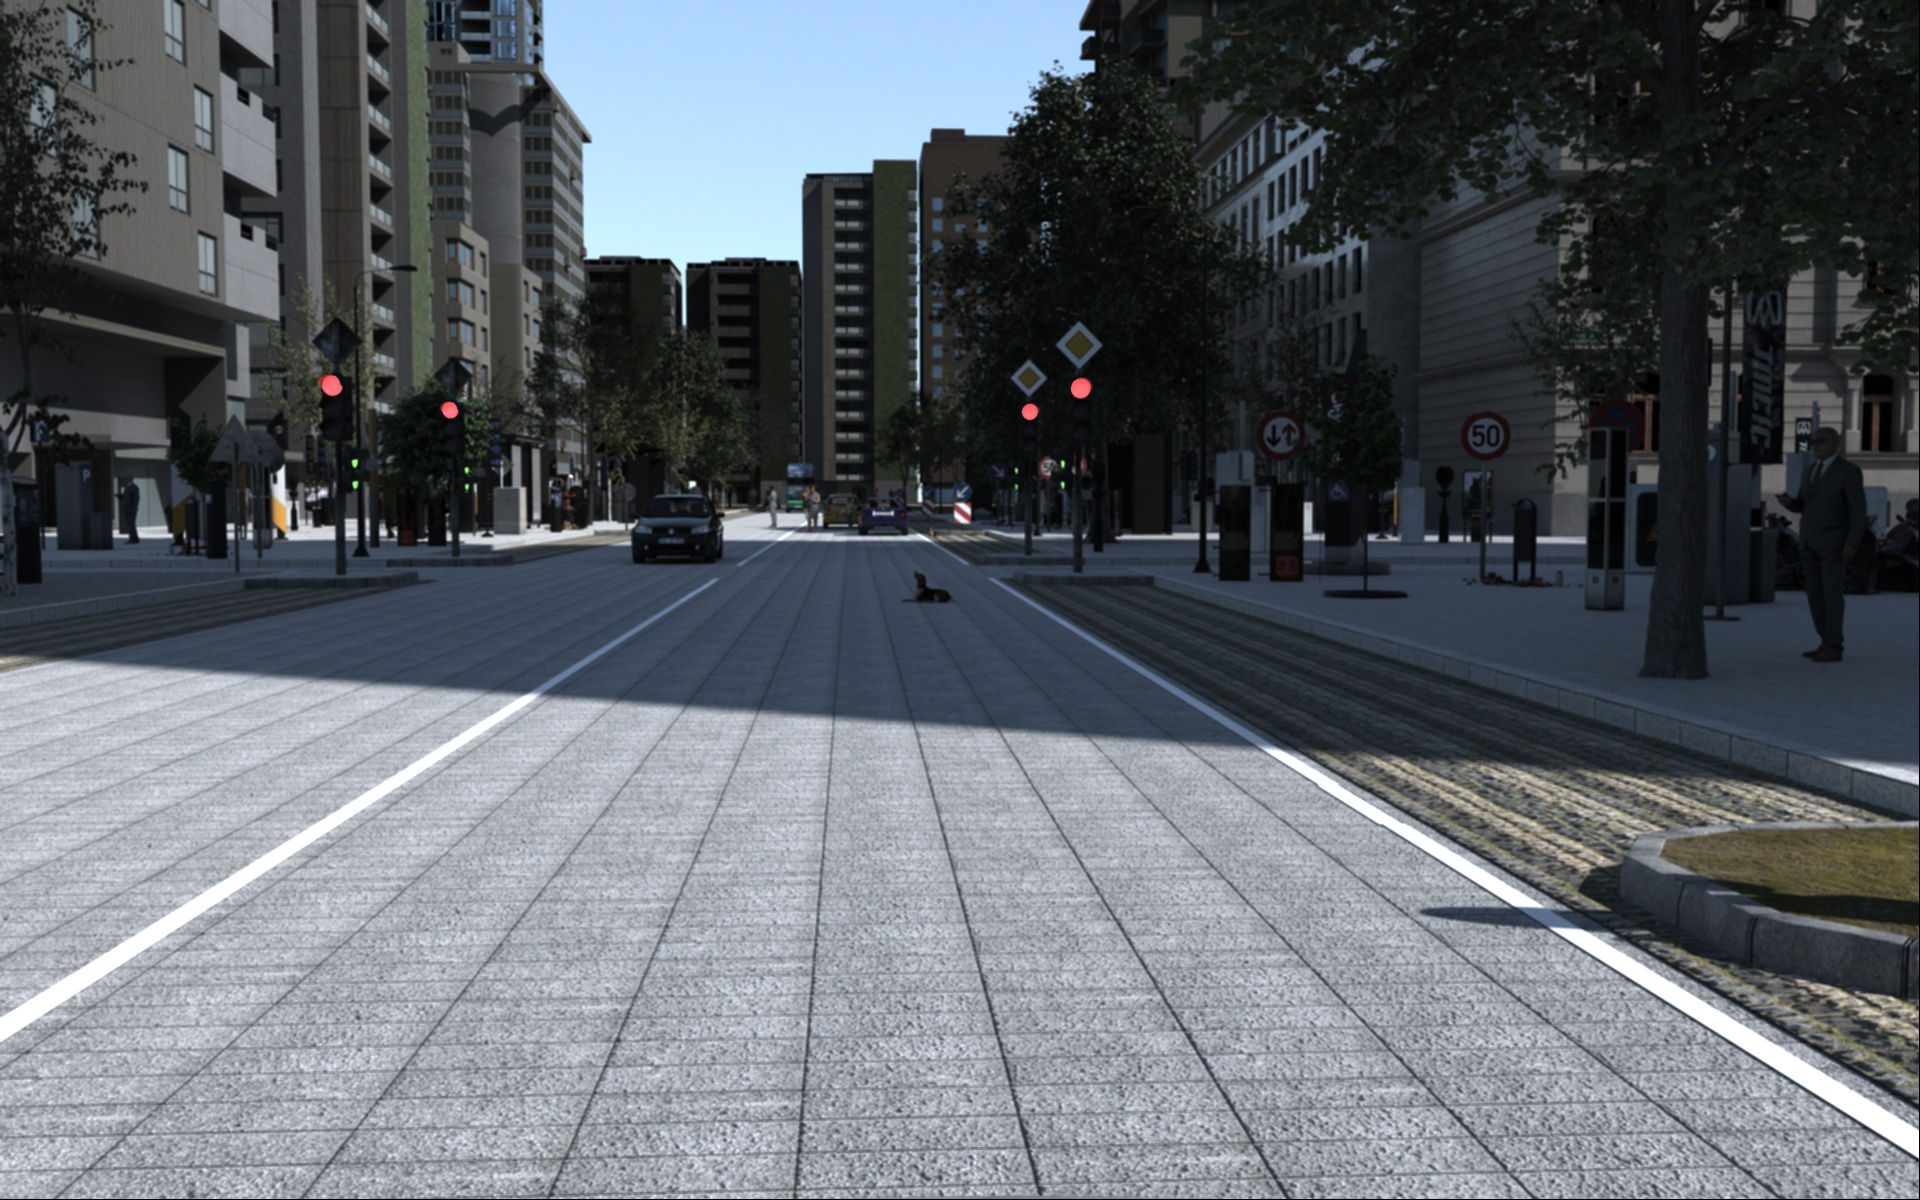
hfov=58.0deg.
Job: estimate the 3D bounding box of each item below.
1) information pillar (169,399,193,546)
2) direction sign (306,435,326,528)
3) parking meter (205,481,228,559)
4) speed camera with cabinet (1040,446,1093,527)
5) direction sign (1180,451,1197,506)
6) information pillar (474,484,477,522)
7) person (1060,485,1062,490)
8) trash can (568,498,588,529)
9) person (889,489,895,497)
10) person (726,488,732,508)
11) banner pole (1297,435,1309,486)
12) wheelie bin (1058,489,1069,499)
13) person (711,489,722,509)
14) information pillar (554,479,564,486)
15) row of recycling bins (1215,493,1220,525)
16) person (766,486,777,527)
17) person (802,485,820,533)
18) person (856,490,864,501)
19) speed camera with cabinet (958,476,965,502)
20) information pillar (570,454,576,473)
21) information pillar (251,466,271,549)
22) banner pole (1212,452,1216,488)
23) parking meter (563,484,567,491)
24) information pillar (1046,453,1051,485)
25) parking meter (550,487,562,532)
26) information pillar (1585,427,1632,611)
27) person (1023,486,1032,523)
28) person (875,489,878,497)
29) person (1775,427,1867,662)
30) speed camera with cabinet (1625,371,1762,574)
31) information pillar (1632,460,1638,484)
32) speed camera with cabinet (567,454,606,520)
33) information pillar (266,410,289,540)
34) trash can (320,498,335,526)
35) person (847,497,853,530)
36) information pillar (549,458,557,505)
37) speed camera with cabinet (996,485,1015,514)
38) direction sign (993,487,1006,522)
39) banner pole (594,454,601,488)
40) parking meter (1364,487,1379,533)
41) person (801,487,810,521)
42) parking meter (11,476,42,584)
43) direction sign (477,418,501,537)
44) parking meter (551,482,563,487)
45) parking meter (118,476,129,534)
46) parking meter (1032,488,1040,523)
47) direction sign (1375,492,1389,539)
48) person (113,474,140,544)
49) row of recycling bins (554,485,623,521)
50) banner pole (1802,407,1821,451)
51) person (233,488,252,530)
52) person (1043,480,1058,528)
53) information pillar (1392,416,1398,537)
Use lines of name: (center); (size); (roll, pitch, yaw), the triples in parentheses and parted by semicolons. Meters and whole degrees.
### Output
information pillar: (-19.318, -3.156, 42.961); (0.504, 3.616, 0.183); (-1, 4, -18)
direction sign: (-24.696, -4.554, 66.449); (0.876, 3.537, 0.379); (1, 4, 19)
parking meter: (-14.787, -1.592, 34.443); (0.372, 1.533, 0.369); (0, 3, 0)
speed camera with cabinet: (4.189, -4.475, 67.502); (2.038, 3.252, 0.660); (-1, 4, -9)
direction sign: (11.916, -6.027, 90.534); (0.876, 3.537, 0.379); (2, 4, 35)
information pillar: (-21.904, -5.322, 78.371); (0.183, 3.616, 0.504); (1, 4, 21)
person: (5.330, -5.157, 90.783); (0.576, 1.772, 0.534); (0, 4, -5)
trash can: (-14.088, -3.199, 63.952); (0.748, 1.137, 0.748); (0, 3, 0)
person: (-4.923, -7.217, 126.627); (0.705, 1.807, 1.348); (-2, 4, -24)
person: (-20.713, -9.157, 155.396); (0.705, 1.869, 1.348); (1, 4, 12)
banner pole: (12.772, -4.570, 64.737); (0.401, 3.779, 0.863); (-2, 4, -25)
wheelie bin: (6.345, -6.184, 109.023); (0.980, 1.594, 0.693); (-1, 4, -14)
person: (-20.803, -8.620, 147.540); (0.990, 1.755, 0.434); (0, 4, -7)
information pillar: (-21.908, -5.532, 94.939); (0.304, 2.012, 0.304); (1, 4, 9)
row of recycling bins: (11.309, -3.942, 71.566); (1.069, 1.692, 3.534); (0, 4, -7)
person: (-8.221, -4.083, 75.446); (0.466, 1.800, 0.511); (0, 4, 3)
person: (-5.520, -3.354, 63.692); (0.716, 1.782, 0.532); (2, 4, 29)
person: (-10.802, -10.781, 184.405); (1.348, 1.869, 0.705); (3, 5, 39)
speed camera with cabinet: (0.255, -5.759, 88.492); (0.660, 3.252, 2.038); (0, 4, -3)
information pillar: (-22.392, -6.665, 100.319); (0.504, 3.616, 0.183); (3, 4, 38)
information pillar: (-16.394, -2.210, 40.621); (0.304, 2.012, 0.304); (0, 4, 3)
banner pole: (12.717, -5.878, 86.125); (0.401, 3.779, 0.863); (-1, 4, -23)
parking meter: (-21.242, -5.316, 92.627); (0.255, 1.863, 0.399); (2, 4, 34)
information pillar: (4.835, -6.314, 94.586); (0.183, 3.616, 0.504); (-2, 4, -26)
parking meter: (-13.570, -3.043, 58.162); (0.372, 1.533, 0.369); (0, 3, 0)
information pillar: (7.133, -0.894, 19.110); (0.304, 2.012, 0.304); (-2, 4, -27)
person: (3.123, -4.317, 77.623); (0.522, 1.701, 0.512); (1, 4, 22)
person: (-6.041, -7.097, 124.477); (0.705, 1.831, 1.348); (-1, 4, -9)
person: (6.660, -0.442, 13.447); (0.590, 1.801, 0.661); (-1, 4, -21)
speed camera with cabinet: (11.708, -2.046, 27.787); (2.038, 3.252, 0.660); (0, 4, 5)
information pillar: (14.525, -2.034, 37.745); (0.304, 2.012, 0.304); (-2, 4, -34)
speed camera with cabinet: (-18.411, -5.597, 85.844); (2.038, 3.252, 0.660); (-1, 4, -16)
information pillar: (-18.967, -3.470, 48.083); (0.183, 3.616, 0.504); (3, 4, 38)
trash can: (-25.507, -3.570, 70.017); (0.748, 1.137, 0.748); (0, 3, 0)
person: (-4.439, -3.495, 69.888); (0.306, 1.304, 0.590); (1, 4, 20)
information pillar: (-25.899, -7.272, 110.258); (0.504, 3.616, 0.183); (-2, 4, -31)
speed camera with cabinet: (2.890, -7.044, 109.498); (0.660, 3.252, 2.038); (-1, 4, -19)
direction sign: (1.811, -5.869, 87.948); (0.876, 3.537, 0.379); (-2, 4, -24)
banner pole: (-22.482, -7.186, 107.508); (0.401, 3.779, 0.863); (2, 4, 24)
parking meter: (14.560, -3.262, 61.740); (0.372, 1.533, 0.369); (0, 3, 0)
person: (-8.042, -5.041, 90.902); (0.573, 1.828, 0.580); (0, 4, 1)
parking meter: (-13.442, -1.009, 24.914); (0.372, 1.533, 0.369); (0, 3, 0)
direction sign: (-14.154, -3.655, 51.760); (0.876, 3.537, 0.379); (0, 4, -7)
parking meter: (-19.798, -4.837, 84.798); (0.255, 1.863, 0.399); (1, 4, 14)
parking meter: (-26.589, -3.026, 55.185); (0.399, 1.863, 0.255); (-1, 4, -21)
parking meter: (3.355, -4.148, 76.227); (0.372, 1.533, 0.369); (0, 3, 0)
direction sign: (12.045, -3.507, 49.329); (0.379, 3.537, 0.876); (-3, 4, -36)
person: (-21.524, -2.359, 44.780); (0.661, 1.801, 0.590); (3, 4, 38)
row of recycling bins: (-17.737, -4.595, 82.237); (3.534, 1.692, 1.069); (0, 4, 6)
banner pole: (24.441, -3.663, 49.900); (0.863, 3.779, 0.401); (0, 4, 4)
person: (-25.274, -3.348, 61.050); (0.678, 1.792, 0.850); (-1, 4, -19)
person: (3.431, -3.642, 65.557); (0.580, 1.828, 0.573); (1, 4, 8)
information pillar: (13.040, -3.697, 51.807); (0.183, 3.616, 0.504); (1, 4, 14)
